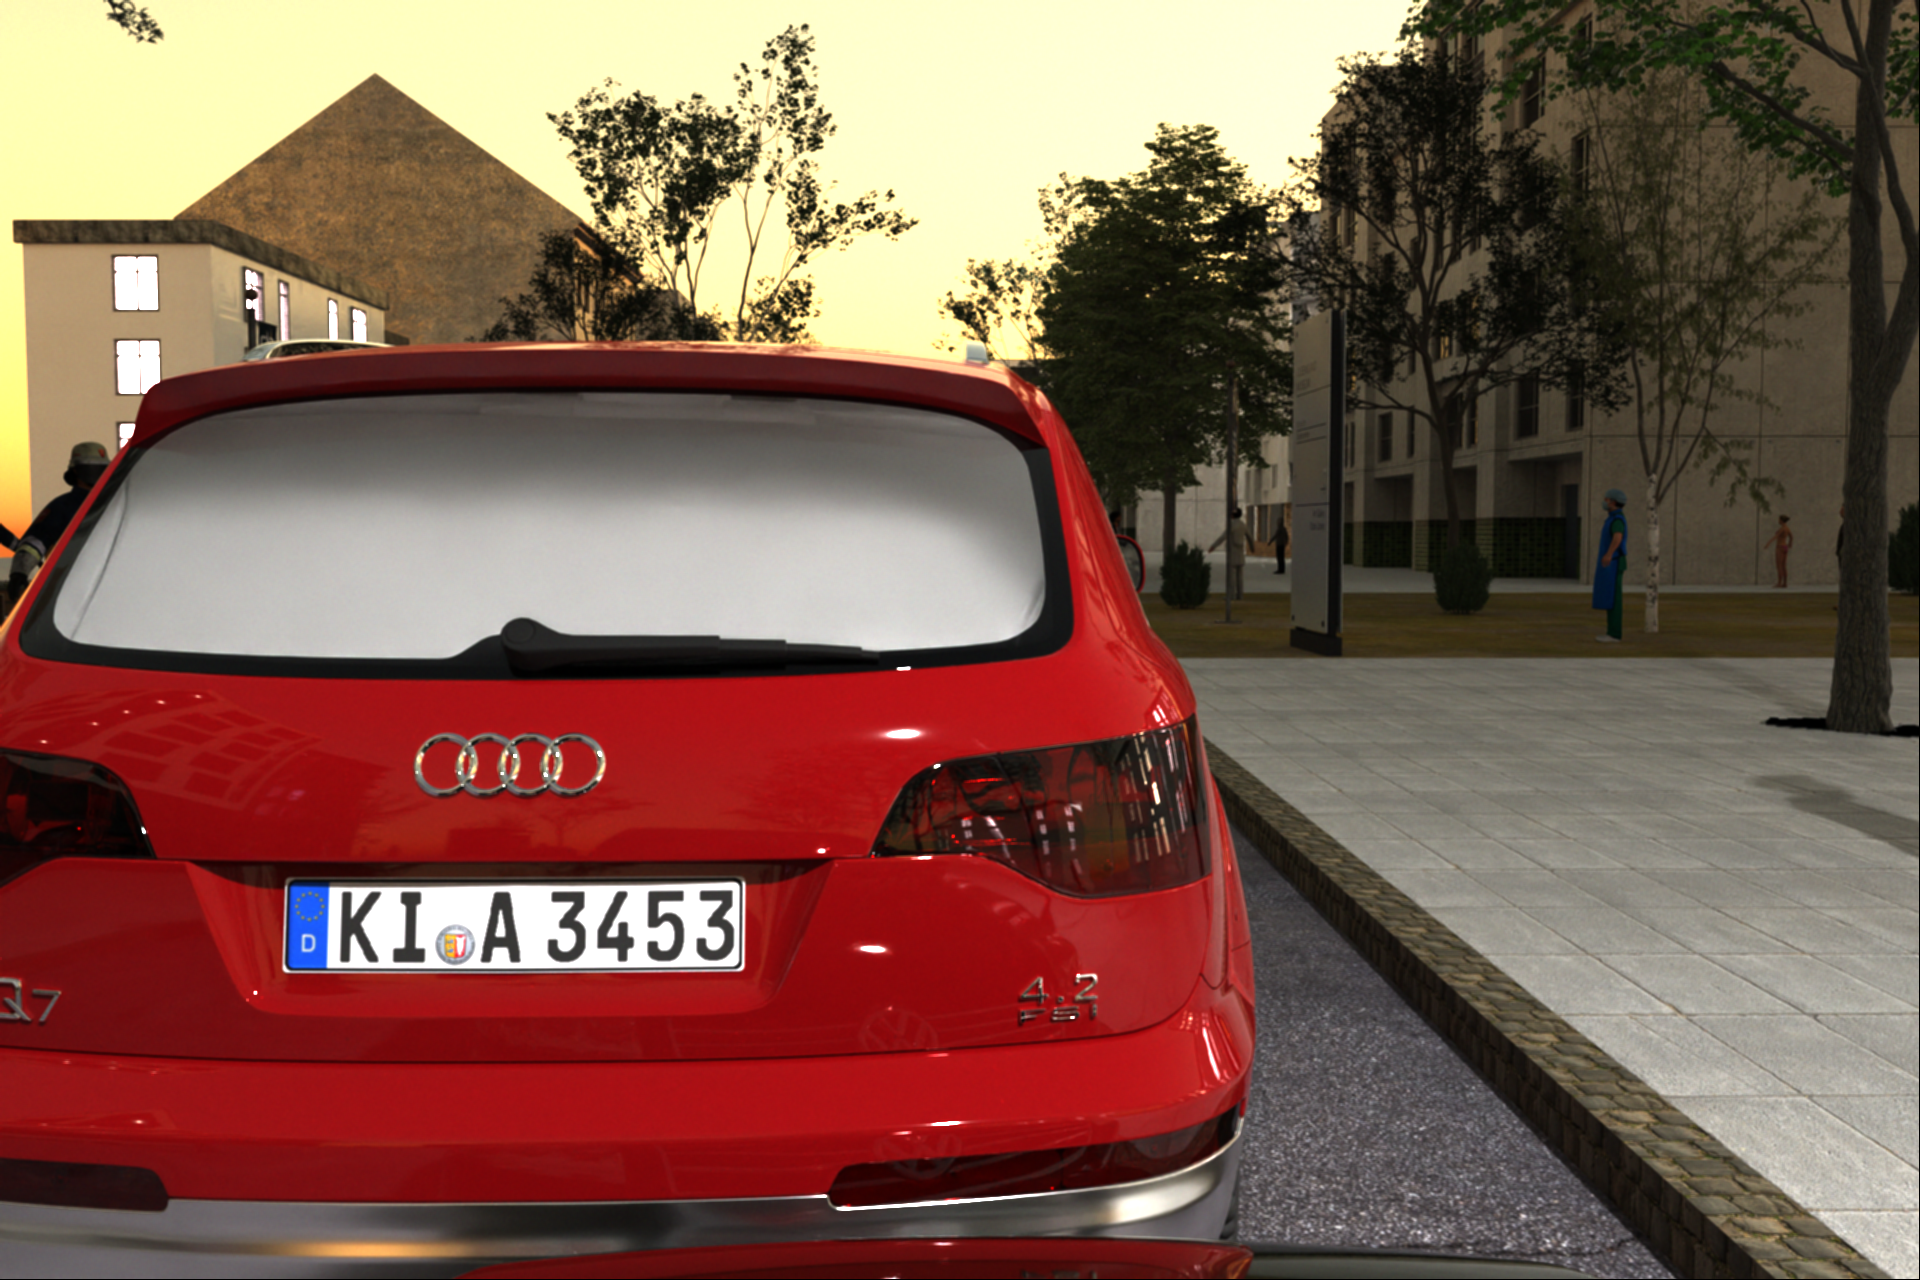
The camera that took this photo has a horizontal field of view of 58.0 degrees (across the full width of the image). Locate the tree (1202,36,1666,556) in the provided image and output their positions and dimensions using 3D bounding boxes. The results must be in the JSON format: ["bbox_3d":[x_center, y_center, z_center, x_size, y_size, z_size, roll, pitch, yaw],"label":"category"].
[{"bbox_3d":[8.912,-5.930,31.372,8.767,10.594,7.601,-1,4,-19],"label":"tree"}]

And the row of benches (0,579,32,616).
[{"bbox_3d":[-14.320,-0.518,23.935,4.104,0.672,1.422,1,4,11],"label":"row of benches"}]

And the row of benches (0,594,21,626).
[{"bbox_3d":[-10.688,-0.346,21.118,4.104,0.672,1.422,-1,4,-10],"label":"row of benches"}]

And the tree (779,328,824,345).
[{"bbox_3d":[-9.778,-11.704,101.732,12.009,13.543,11.850,0,3,0],"label":"tree"}]

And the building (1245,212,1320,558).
[{"bbox_3d":[22.188,-15.030,102.157,16.016,20.090,11.380,0,3,0],"label":"building"}]

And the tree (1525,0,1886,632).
[{"bbox_3d":[9.016,-4.420,22.622,4.360,8.622,3.978,0,3,0],"label":"tree"}]

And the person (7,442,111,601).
[{"bbox_3d":[-5.323,-0.295,10.683,0.704,1.845,1.351,1,4,21],"label":"person"}]

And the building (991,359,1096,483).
[{"bbox_3d":[-0.026,-22.500,214.299,32.646,21.610,27.936,0,4,-5],"label":"building"}]

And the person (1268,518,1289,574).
[{"bbox_3d":[10.337,-3.050,55.999,0.705,1.813,1.348,2,4,35],"label":"person"}]

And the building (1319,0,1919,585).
[{"bbox_3d":[23.858,-11.747,58.516,16.747,18.905,31.486,0,4,0],"label":"building"}]

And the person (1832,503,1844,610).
[{"bbox_3d":[14.948,-1.414,29.256,0.704,1.812,1.346,2,4,25],"label":"person"}]

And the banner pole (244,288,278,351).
[{"bbox_3d":[-7.216,-1.710,17.975,0.401,3.779,0.863,0,4,1],"label":"banner pole"}]

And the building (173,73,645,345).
[{"bbox_3d":[-27.978,-15.981,92.218,19.493,23.208,18.063,0,4,-1],"label":"building"}]

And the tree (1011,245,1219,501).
[{"bbox_3d":[5.974,-9.931,72.744,12.009,13.543,11.850,0,3,0],"label":"tree"}]

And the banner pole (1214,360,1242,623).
[{"bbox_3d":[3.887,-2.123,24.730,0.401,3.779,0.863,0,4,-1],"label":"banner pole"}]

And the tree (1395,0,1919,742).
[{"bbox_3d":[6.058,-5.211,10.959,9.928,11.665,9.643,0,3,0],"label":"tree"}]

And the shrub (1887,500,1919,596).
[{"bbox_3d":[20.025,-1.940,36.146,1.690,2.028,1.600,0,3,0],"label":"shrub"}]

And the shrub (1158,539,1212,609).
[{"bbox_3d":[3.845,-1.131,29.613,1.383,1.207,1.383,0,3,0],"label":"shrub"}]

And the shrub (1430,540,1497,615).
[{"bbox_3d":[8.028,-1.011,27.639,1.383,1.207,1.383,0,3,0],"label":"shrub"}]

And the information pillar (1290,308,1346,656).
[{"bbox_3d":[3.891,-1.686,18.883,0.184,3.620,1.656,0,4,-2],"label":"information pillar"}]

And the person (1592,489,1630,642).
[{"bbox_3d":[7.743,-0.886,20.620,0.704,1.817,1.347,1,4,19],"label":"person"}]

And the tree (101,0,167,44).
[{"bbox_3d":[-9.303,-6.169,11.232,12.009,13.543,11.850,0,3,0],"label":"tree"}]

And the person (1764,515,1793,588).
[{"bbox_3d":[19.566,-2.115,41.388,1.217,1.733,0.721,-3,4,-38],"label":"person"}]

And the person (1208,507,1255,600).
[{"bbox_3d":[5.360,-1.691,33.840,1.347,1.806,0.705,-3,5,-42],"label":"person"}]

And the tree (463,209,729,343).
[{"bbox_3d":[-9.702,-7.031,49.373,8.767,10.594,7.601,-1,4,-17],"label":"tree"}]

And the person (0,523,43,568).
[{"bbox_3d":[-10.251,-0.747,17.994,1.354,1.856,0.705,0,4,-7],"label":"person"}]

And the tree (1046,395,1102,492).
[{"bbox_3d":[5.377,-10.491,105.934,8.767,10.594,7.601,-1,4,-9],"label":"tree"}]

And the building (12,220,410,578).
[{"bbox_3d":[-24.417,-7.236,60.463,9.099,9.664,28.070,0,3,0],"label":"building"}]

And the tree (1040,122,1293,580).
[{"bbox_3d":[6.032,-7.942,47.973,7.486,12.596,7.792,0,3,0],"label":"tree"}]

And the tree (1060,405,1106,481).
[{"bbox_3d":[5.722,-8.212,84.630,4.360,8.622,3.978,0,3,0],"label":"tree"}]

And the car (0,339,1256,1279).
[{"bbox_3d":[-0.570,0.249,4.603,2.281,1.827,5.304,0,4,-1],"label":"car"}]

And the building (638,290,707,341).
[{"bbox_3d":[-29.013,-16.799,141.124,16.747,18.905,31.486,0,4,-1],"label":"building"}]

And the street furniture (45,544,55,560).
[{"bbox_3d":[-13.056,-1.527,31.828,9.812,1.723,11.010,1,4,15],"label":"street furniture"}]

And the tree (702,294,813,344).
[{"bbox_3d":[-10.297,-10.866,88.033,12.009,13.543,11.850,0,3,0],"label":"tree"}]

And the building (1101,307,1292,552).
[{"bbox_3d":[21.046,-16.761,140.503,16.747,18.905,31.486,0,4,0],"label":"building"}]

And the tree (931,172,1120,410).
[{"bbox_3d":[4.703,-14.535,93.528,12.611,20.169,13.585,0,3,0],"label":"tree"}]

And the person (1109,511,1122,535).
[{"bbox_3d":[3.749,-2.155,41.379,0.704,1.843,1.345,1,4,21],"label":"person"}]

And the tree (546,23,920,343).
[{"bbox_3d":[-8.340,-12.742,64.219,12.611,20.169,13.585,0,3,0],"label":"tree"}]

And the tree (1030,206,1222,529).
[{"bbox_3d":[5.751,-8.686,60.138,7.486,12.596,7.792,0,3,0],"label":"tree"}]
